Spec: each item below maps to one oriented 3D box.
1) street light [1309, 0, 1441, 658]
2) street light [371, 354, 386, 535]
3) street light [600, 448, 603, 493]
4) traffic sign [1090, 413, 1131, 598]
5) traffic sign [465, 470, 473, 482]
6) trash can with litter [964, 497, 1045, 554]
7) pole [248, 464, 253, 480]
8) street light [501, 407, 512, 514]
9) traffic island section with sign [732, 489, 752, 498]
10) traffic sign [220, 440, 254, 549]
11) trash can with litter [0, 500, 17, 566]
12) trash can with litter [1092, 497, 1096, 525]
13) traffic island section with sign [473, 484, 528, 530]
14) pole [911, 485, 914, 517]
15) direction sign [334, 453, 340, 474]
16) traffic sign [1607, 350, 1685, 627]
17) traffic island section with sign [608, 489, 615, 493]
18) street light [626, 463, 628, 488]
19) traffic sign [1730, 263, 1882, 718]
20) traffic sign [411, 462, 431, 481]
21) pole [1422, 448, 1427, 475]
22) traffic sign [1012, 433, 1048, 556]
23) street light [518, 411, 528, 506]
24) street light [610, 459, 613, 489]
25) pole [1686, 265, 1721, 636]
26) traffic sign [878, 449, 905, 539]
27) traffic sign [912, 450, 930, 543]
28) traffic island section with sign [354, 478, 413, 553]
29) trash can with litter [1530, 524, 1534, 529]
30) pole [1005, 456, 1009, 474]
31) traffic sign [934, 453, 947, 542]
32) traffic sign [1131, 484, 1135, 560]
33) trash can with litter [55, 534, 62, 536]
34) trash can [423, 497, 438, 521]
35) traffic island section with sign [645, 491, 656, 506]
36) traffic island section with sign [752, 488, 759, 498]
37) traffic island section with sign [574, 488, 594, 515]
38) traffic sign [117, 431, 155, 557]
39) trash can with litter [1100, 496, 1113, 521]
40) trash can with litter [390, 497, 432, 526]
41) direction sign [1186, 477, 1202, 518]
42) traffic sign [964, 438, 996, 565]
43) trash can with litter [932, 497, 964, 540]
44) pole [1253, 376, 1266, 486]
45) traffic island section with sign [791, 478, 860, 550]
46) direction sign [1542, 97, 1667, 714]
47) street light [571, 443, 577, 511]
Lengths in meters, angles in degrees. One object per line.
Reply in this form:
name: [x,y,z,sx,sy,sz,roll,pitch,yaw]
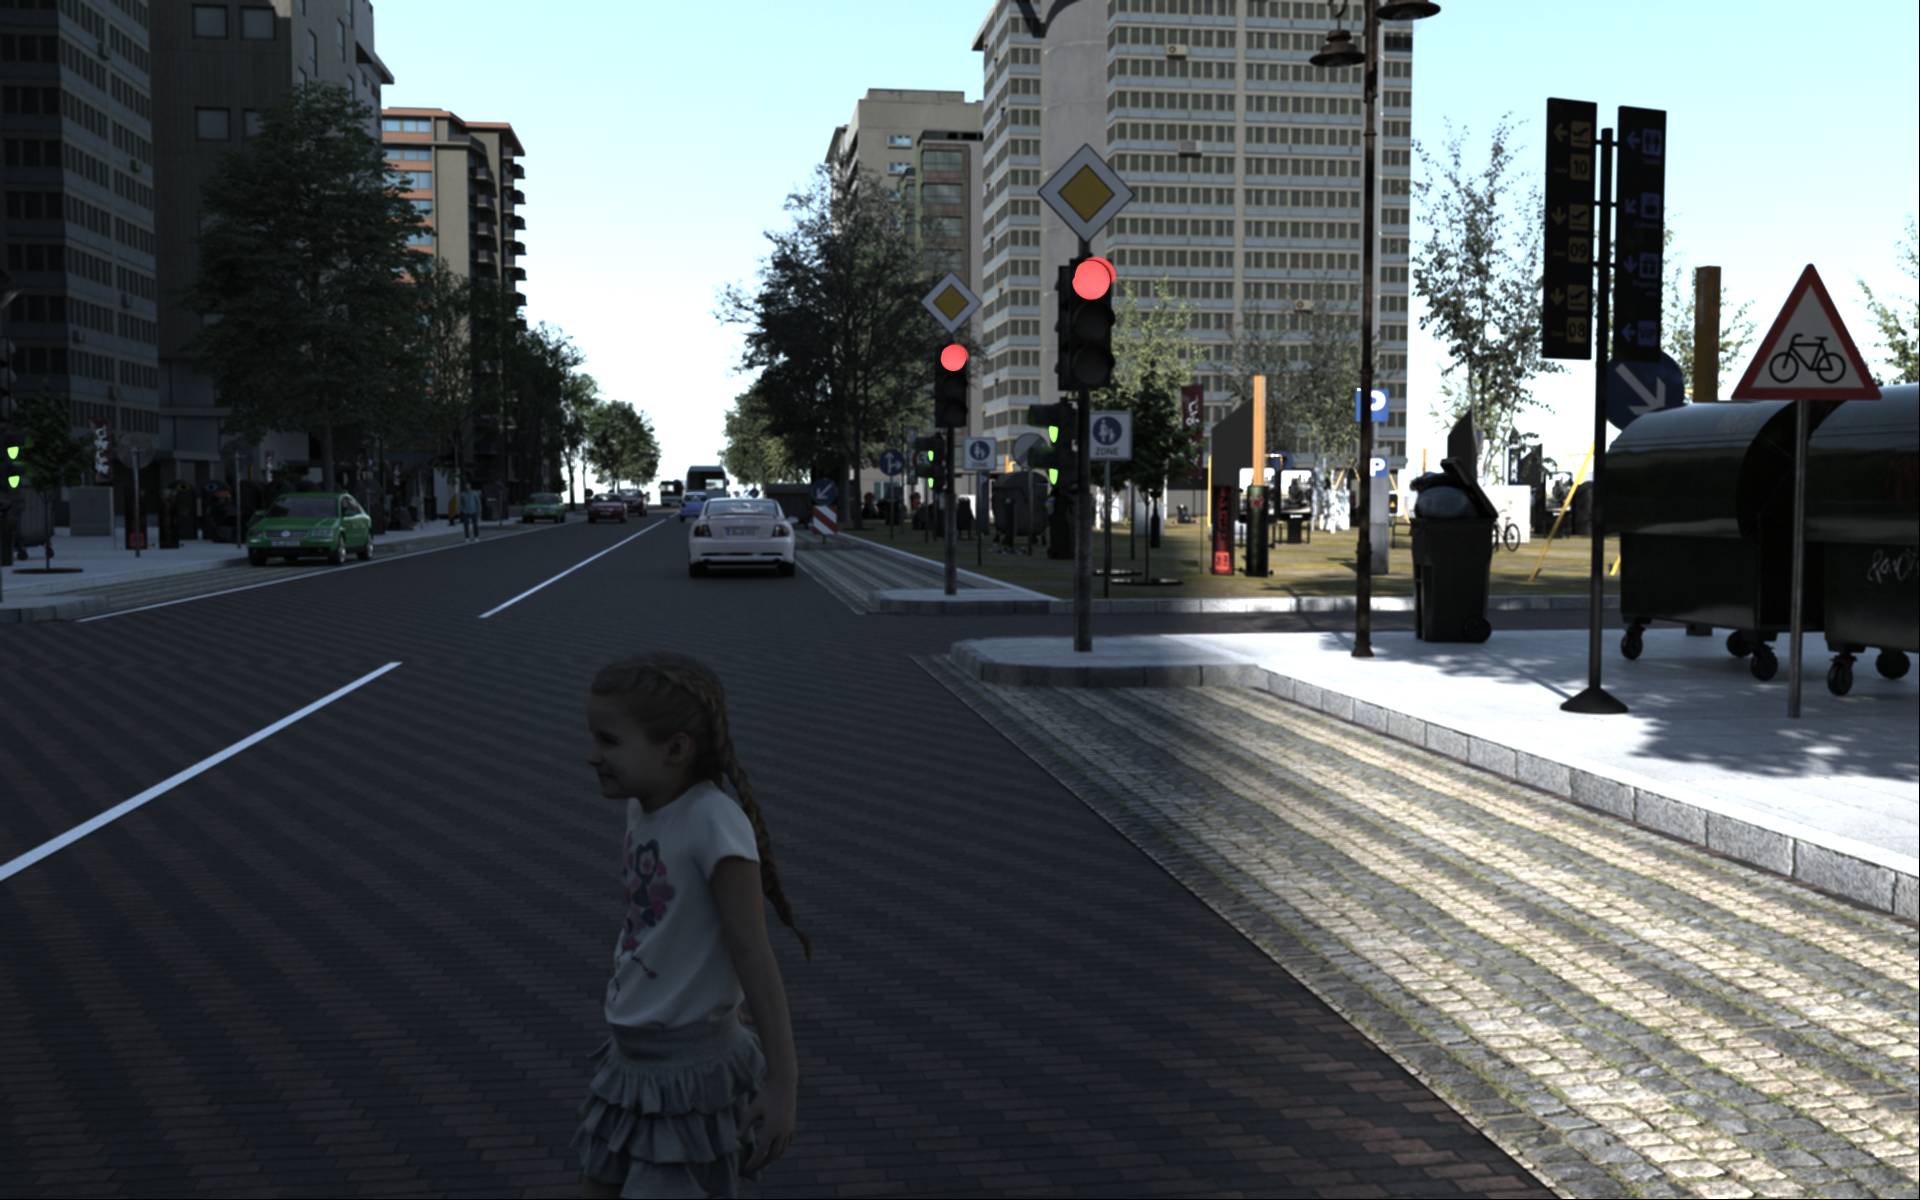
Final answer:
street light: [3.179,-2.490,13.496,0.468,5.910,1.993,0,4,-8]
street light: [-18.283,-5.008,54.673,0.468,5.910,1.993,0,4,-8]
street light: [-34.042,-11.733,164.620,0.468,5.910,1.993,0,4,-8]
traffic sign: [1.811,-1.179,21.400,0.606,2.300,0.079,0,4,1]
traffic sign: [-26.501,-5.672,92.843,0.768,2.556,0.104,0,4,-1]
trash can with litter: [1.040,-1.636,37.805,1.678,1.210,2.233,0,4,-3]
pole: [-32.329,-5.206,78.958,0.158,3.312,0.155,0,3,0]
street light: [-23.303,-7.109,89.026,0.468,5.910,1.993,0,4,-8]
traffic island section with sign: [-18.202,-8.461,146.964,1.989,1.847,2.006,0,4,-8]
traffic sign: [-16.964,-2.482,40.679,0.768,2.556,0.104,0,4,-8]
trash can with litter: [-17.348,-1.190,30.841,1.055,1.170,0.624,1,4,20]
trash can with litter: [5.003,-3.616,70.501,1.055,1.170,0.624,1,4,19]
traffic island section with sign: [-18.403,-3.719,69.436,1.989,1.847,2.006,0,4,-8]
pole: [-2.664,-6.313,97.066,0.158,3.312,0.155,0,3,0]
direction sign: [-32.166,-5.961,89.456,0.379,3.537,0.876,0,4,-3]
traffic sign: [5.845,-0.909,14.962,0.768,2.556,0.104,0,4,-2]
traffic island section with sign: [-29.331,-8.408,146.093,1.989,1.847,2.006,0,4,-8]
street light: [-40.963,-14.703,213.184,0.468,5.910,1.993,0,4,-8]
traffic sign: [4.787,-0.603,9.865,0.884,2.594,0.081,0,4,-5]
traffic sign: [-21.411,-4.202,68.800,0.768,2.556,0.104,0,4,-7]
pole: [20.676,-5.096,77.159,0.158,3.312,0.155,0,3,0]
traffic sign: [1.460,-2.196,36.006,0.768,2.556,0.104,0,4,0]
street light: [-24.258,-7.558,96.362,0.468,5.910,1.993,0,4,-8]
street light: [-36.017,-12.595,178.719,0.468,5.910,1.993,0,4,-8]
pole: [6.706,-1.331,15.612,0.158,3.312,0.155,0,3,0]
traffic sign: [-1.927,-2.985,48.904,0.768,2.556,0.104,0,4,-5]
traffic sign: [-0.881,-2.793,45.772,0.768,2.556,0.104,0,4,-6]
traffic island section with sign: [-14.581,-2.077,42.588,1.989,1.847,2.006,0,4,-8]
trash can with litter: [19.970,-3.195,63.298,2.233,1.210,1.678,2,4,32]
pole: [2.499,-6.015,92.183,0.158,3.312,0.155,0,3,0]
traffic sign: [-0.674,-2.854,46.774,0.768,2.556,0.104,0,4,-1]
traffic sign: [3.374,-2.057,33.744,0.768,2.556,0.104,0,4,-4]
trash can with litter: [-28.516,-2.566,53.012,2.233,1.210,1.678,2,4,25]
trash can: [-25.442,-4.373,83.150,0.748,1.137,0.748,0,3,0]
traffic island section with sign: [-40.983,-13.415,227.960,1.989,1.847,2.006,0,4,-8]
traffic island section with sign: [-7.455,-3.839,71.400,1.989,1.847,2.006,0,4,-8]
traffic island section with sign: [-25.534,-6.775,119.406,1.989,1.847,2.006,0,4,-8]
traffic sign: [-16.693,-2.140,35.090,0.768,2.556,0.104,0,4,-1]
trash can with litter: [6.933,-4.407,83.441,1.055,1.170,0.624,-1,4,-18]
trash can with litter: [-22.451,-3.628,70.380,2.233,1.210,1.678,-3,5,-40]
direction sign: [12.825,-6.289,94.827,0.876,3.537,0.379,1,4,14]
traffic sign: [0.351,-1.769,31.056,0.606,2.300,0.079,0,4,-4]
trash can with litter: [0.015,-2.321,49.013,1.678,1.210,2.233,-2,4,-32]
pole: [5.172,-2.209,29.962,0.158,3.312,0.155,0,3,0]
traffic island section with sign: [-3.654,-2.207,44.713,1.989,1.847,2.006,0,4,-8]
direction sign: [3.759,-1.111,10.158,0.876,3.537,0.379,-2,4,-23]
street light: [-29.191,-9.668,130.856,0.468,5.910,1.993,0,4,-8]
